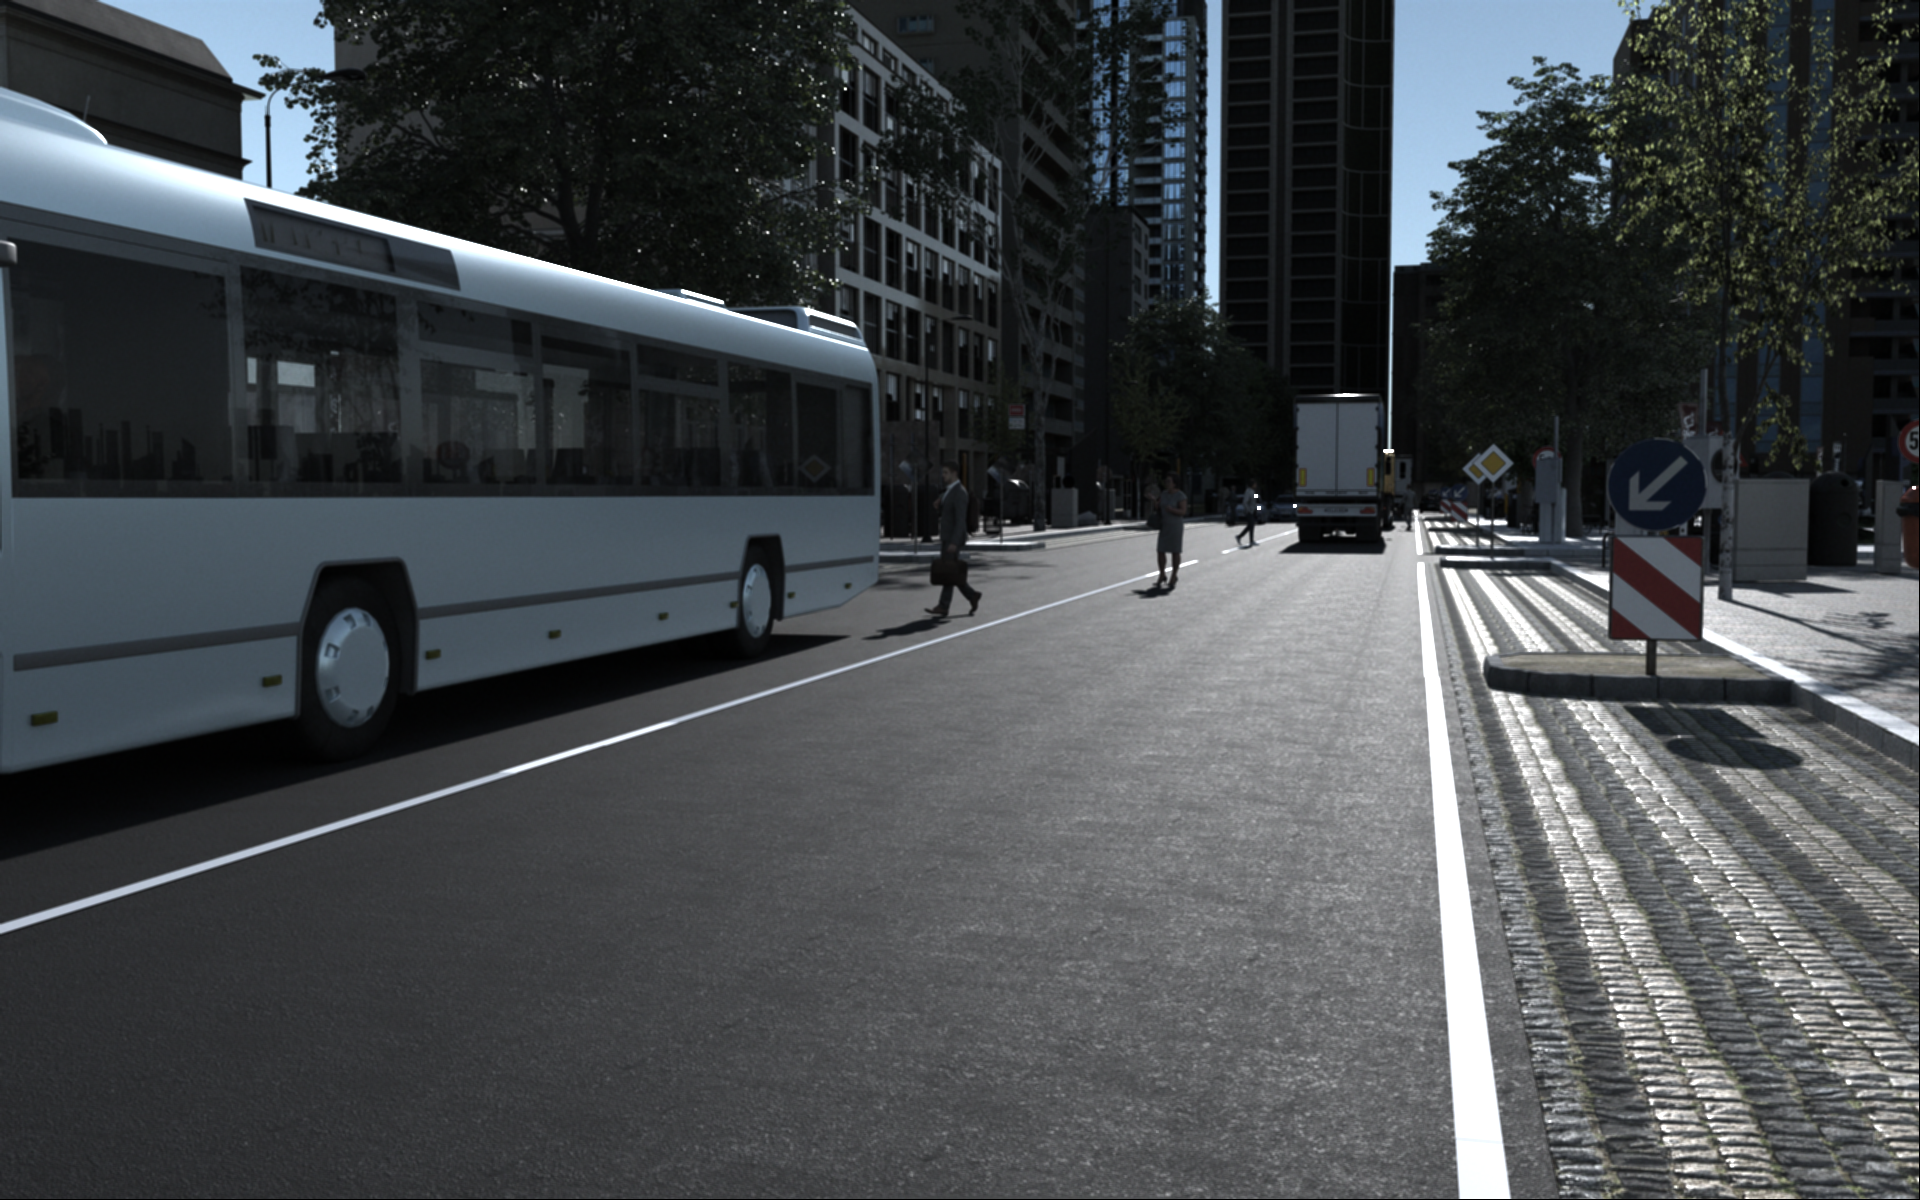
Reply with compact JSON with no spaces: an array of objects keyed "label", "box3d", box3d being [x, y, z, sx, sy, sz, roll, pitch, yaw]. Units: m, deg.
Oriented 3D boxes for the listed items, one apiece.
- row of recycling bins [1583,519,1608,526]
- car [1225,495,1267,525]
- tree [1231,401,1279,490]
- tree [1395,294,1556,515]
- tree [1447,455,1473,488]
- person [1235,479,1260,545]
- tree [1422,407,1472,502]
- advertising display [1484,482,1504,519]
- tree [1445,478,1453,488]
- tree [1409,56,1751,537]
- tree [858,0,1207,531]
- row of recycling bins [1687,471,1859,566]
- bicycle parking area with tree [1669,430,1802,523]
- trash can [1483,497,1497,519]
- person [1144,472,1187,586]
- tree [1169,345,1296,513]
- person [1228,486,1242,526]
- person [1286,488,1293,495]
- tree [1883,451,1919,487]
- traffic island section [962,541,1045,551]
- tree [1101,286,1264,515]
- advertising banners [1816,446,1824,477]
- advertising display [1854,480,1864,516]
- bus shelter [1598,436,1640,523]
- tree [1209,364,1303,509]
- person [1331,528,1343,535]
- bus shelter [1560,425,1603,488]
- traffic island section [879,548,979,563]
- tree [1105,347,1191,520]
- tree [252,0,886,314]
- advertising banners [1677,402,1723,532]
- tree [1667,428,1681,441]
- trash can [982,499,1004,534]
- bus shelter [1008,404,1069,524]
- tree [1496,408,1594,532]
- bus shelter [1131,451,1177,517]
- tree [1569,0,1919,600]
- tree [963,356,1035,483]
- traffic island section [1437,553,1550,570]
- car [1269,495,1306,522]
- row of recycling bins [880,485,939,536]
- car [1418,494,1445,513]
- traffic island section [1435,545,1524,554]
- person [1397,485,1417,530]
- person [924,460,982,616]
[{"label":"row of recycling bins","box3d":[25.516,-3.928,71.341,1.069,1.692,3.534,-3,4,-36]},{"label":"car","box3d":[13.757,-4.349,83.111,2.014,1.417,4.499,1,4,13]},{"label":"tree","box3d":[22.570,-11.294,135.026,4.737,8.622,4.395,0,3,0]},{"label":"tree","box3d":[31.523,-11.879,104.597,12.009,13.543,11.850,0,3,0]},{"label":"tree","box3d":[46.068,-12.768,159.123,4.737,8.622,4.395,0,3,0]},{"label":"person","box3d":[8.051,-2.456,48.509,0.795,1.843,0.661,2,4,29]},{"label":"tree","box3d":[51.172,-15.882,177.789,7.486,12.596,7.792,0,3,0]},{"label":"advertising display","box3d":[27.690,-5.174,89.809,0.974,1.923,0.123,0,4,2]},{"label":"tree","box3d":[52.806,-11.678,185.542,1.663,3.219,1.824,0,3,0]},{"label":"tree","box3d":[18.391,-8.848,51.328,9.857,13.997,8.962,0,3,0]},{"label":"tree","box3d":[1.350,-12.433,59.168,12.611,20.169,13.585,0,3,0]},{"label":"row of recycling bins","box3d":[14.390,-1.498,31.599,3.534,1.692,1.069,1,4,20]},{"label":"bicycle parking area with tree","box3d":[35.053,-5.595,78.478,8.231,4.147,9.016,2,4,25]},{"label":"trash can","box3d":[27.257,-4.740,89.155,0.748,1.137,0.748,0,3,0]},{"label":"person","box3d":[3.175,-1.115,27.087,0.716,1.782,0.532,3,5,44]},{"label":"tree","box3d":[17.756,-11.764,118.098,9.928,11.665,9.643,0,3,0]},{"label":"person","box3d":[12.438,-4.264,78.397,0.590,1.801,0.661,0,4,-2]},{"label":"person","box3d":[21.658,-6.479,114.214,0.659,1.850,0.755,0,4,-6]},{"label":"tree","box3d":[43.557,-5.762,77.919,4.285,4.588,4.351,0,3,0]},{"label":"traffic island section","box3d":[1.052,-1.388,44.971,2.009,0.180,2.903,1,4,15]},{"label":"tree","box3d":[13.595,-12.171,105.649,9.857,13.997,8.962,0,3,0]},{"label":"advertising banners","box3d":[30.938,-4.097,63.168,2.074,3.025,0.090,-2,4,-35]},{"label":"advertising display","box3d":[40.376,-4.469,78.277,0.974,1.923,0.123,-1,4,-15]},{"label":"bus shelter","box3d":[24.451,-4.216,62.850,2.014,3.302,5.546,1,4,15]},{"label":"tree","box3d":[26.440,-14.274,150.387,9.611,12.733,9.660,0,3,0]},{"label":"person","box3d":[13.304,-3.239,61.437,0.573,1.828,0.580,2,4,35]},{"label":"bus shelter","box3d":[29.821,-6.510,84.064,2.179,5.291,8.768,1,4,15]},{"label":"traffic island section","box3d":[-0.973,-0.915,37.246,2.009,0.180,2.903,1,4,15]},{"label":"tree","box3d":[9.009,-8.291,85.927,4.737,8.622,4.395,0,3,0]},{"label":"tree","box3d":[-6.088,-7.455,28.547,9.857,13.997,8.962,0,3,0]},{"label":"advertising banners","box3d":[14.572,-2.266,33.236,2.074,3.025,0.090,-1,4,-18]},{"label":"tree","box3d":[34.917,-6.208,85.212,4.285,4.588,4.351,0,3,0]},{"label":"trash can","box3d":[1.050,-2.669,55.287,0.748,1.137,0.748,0,3,0]},{"label":"bus shelter","box3d":[3.876,-6.228,79.463,2.179,5.291,8.768,1,4,15]},{"label":"tree","box3d":[19.723,-4.584,58.667,4.285,4.588,4.351,0,3,0]},{"label":"bus shelter","box3d":[10.972,-6.522,97.913,1.731,3.624,6.357,1,4,15]},{"label":"tree","box3d":[9.496,-4.300,20.667,4.360,8.622,3.978,0,3,0]},{"label":"tree","box3d":[2.427,-8.639,91.611,4.737,8.622,4.395,0,3,0]},{"label":"traffic island section","box3d":[10.530,-0.731,34.237,2.009,0.180,2.903,1,4,15]},{"label":"car","box3d":[17.213,-4.796,90.412,2.014,1.417,4.499,1,4,16]},{"label":"row of recycling bins","box3d":[-2.355,-2.795,52.811,3.534,1.692,1.069,-1,4,-17]},{"label":"car","box3d":[35.512,-7.382,130.489,2.009,1.686,4.222,1,4,15]},{"label":"traffic island section","box3d":[12.555,-1.204,41.962,2.009,0.180,2.903,1,4,15]},{"label":"person","box3d":[17.978,-3.725,69.519,0.709,1.813,0.853,-1,4,-21]},{"label":"person","box3d":[-0.050,-0.732,20.436,0.822,1.834,0.622,-2,4,-25]}]
